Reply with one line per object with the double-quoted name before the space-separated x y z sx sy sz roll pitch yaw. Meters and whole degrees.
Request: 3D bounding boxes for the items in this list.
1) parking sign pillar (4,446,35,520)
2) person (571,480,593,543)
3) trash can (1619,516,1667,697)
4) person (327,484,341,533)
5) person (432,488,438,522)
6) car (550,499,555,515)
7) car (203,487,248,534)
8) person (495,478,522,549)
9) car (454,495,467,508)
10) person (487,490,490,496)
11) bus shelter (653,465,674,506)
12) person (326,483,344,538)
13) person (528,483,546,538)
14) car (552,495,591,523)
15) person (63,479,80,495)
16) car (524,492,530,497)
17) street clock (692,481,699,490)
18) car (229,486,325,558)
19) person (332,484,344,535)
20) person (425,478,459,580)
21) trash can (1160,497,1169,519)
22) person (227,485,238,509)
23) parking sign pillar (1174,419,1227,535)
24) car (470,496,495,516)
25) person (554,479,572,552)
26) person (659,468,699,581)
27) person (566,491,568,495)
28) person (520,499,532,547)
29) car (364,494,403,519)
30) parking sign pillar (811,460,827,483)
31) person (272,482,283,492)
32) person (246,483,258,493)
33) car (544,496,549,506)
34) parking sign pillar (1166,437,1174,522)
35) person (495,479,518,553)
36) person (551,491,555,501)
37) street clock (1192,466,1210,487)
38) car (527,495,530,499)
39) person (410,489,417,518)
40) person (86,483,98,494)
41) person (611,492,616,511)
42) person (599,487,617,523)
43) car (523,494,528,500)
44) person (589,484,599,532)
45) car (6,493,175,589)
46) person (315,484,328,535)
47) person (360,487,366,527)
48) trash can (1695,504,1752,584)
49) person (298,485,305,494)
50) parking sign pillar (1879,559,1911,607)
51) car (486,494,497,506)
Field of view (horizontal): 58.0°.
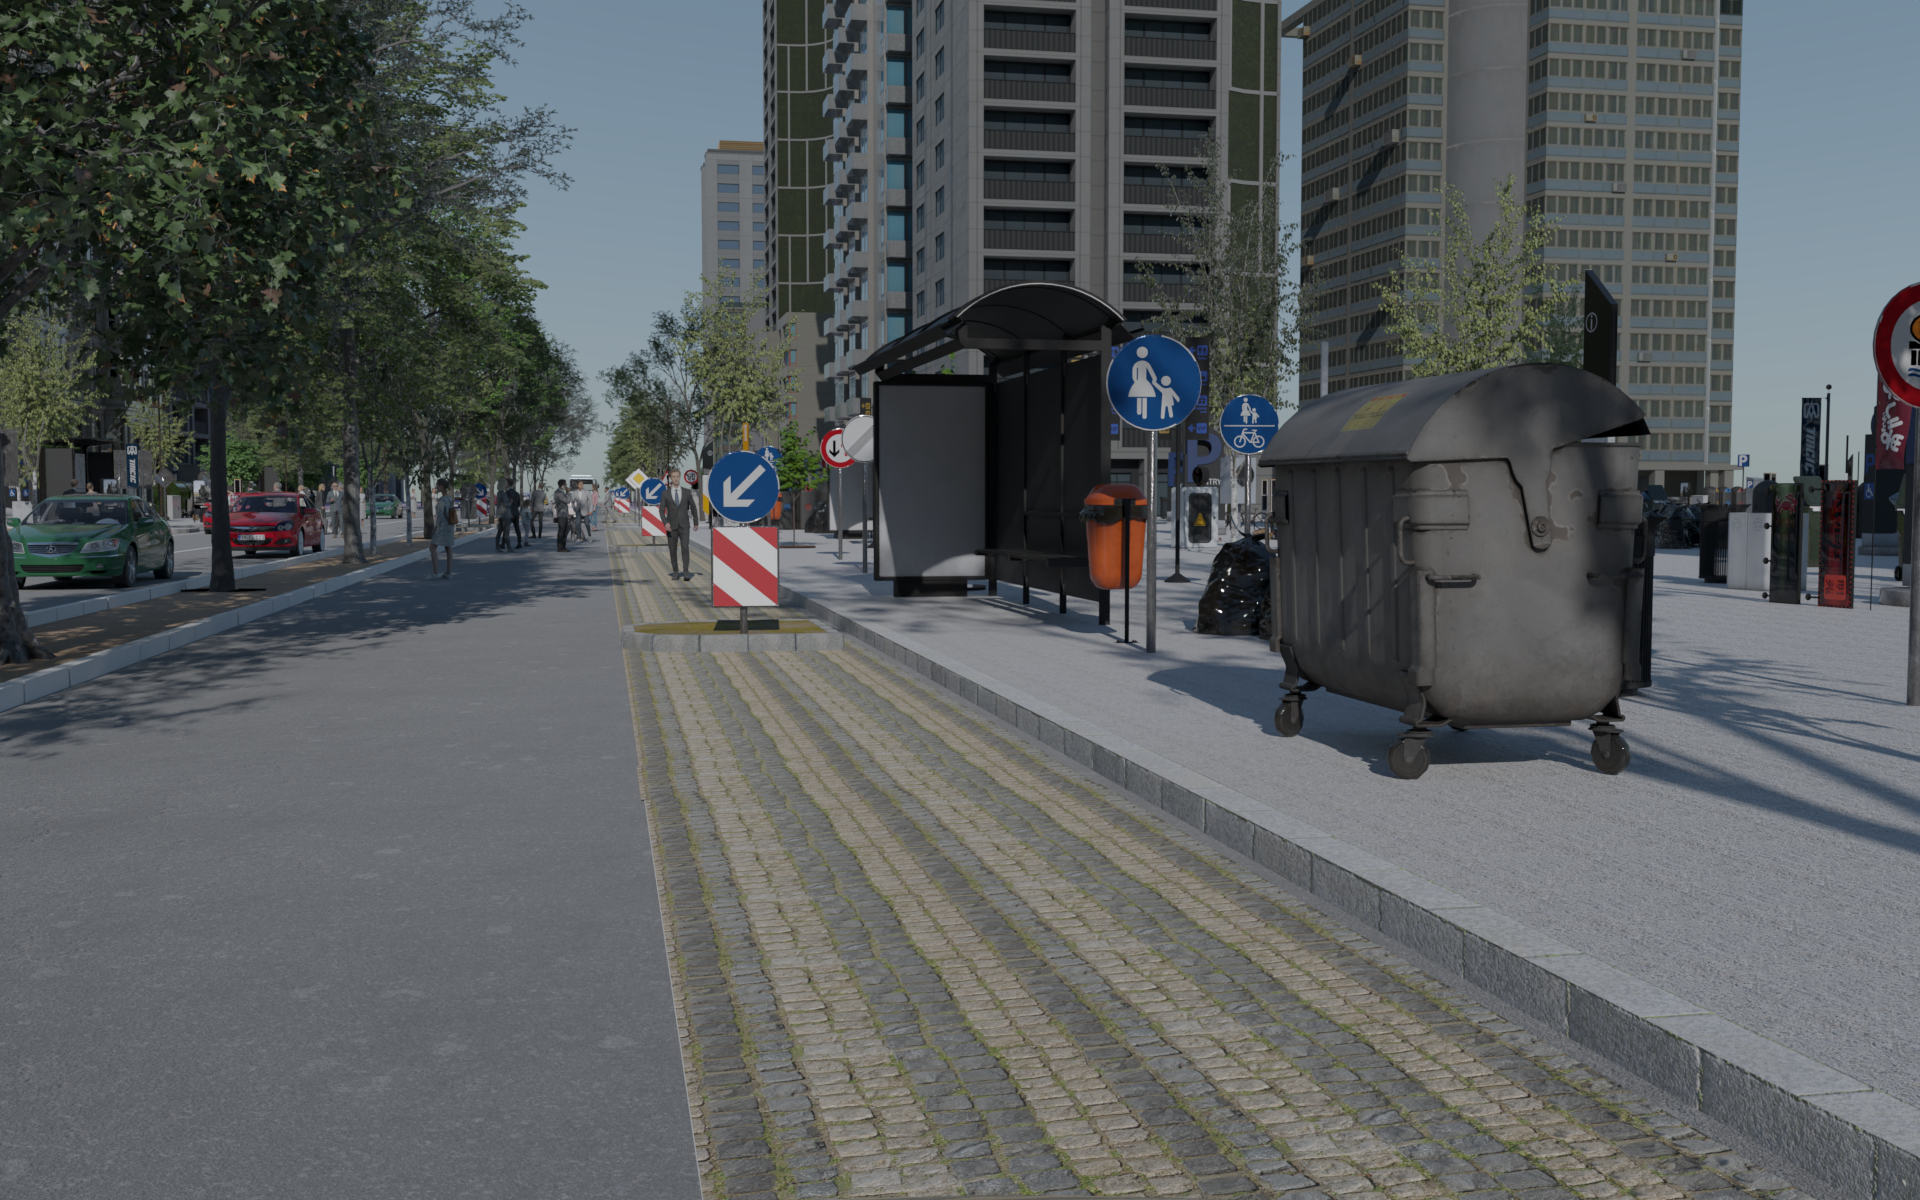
"parking sign pillar" -50.609 -6.421 93.461 1.447 3.967 1.447 -1 4 -14
"person" -11.045 -2.589 50.677 0.661 1.843 0.795 0 4 5
"trash can" 4.128 0.032 11.127 0.748 1.137 0.748 0 3 0
"person" -23.138 -3.403 64.313 0.728 1.800 0.709 0 4 -7
"person" -26.914 -4.873 88.740 0.524 1.755 0.480 2 4 34
"car" -26.992 -6.494 118.537 2.083 1.381 4.827 -1 4 -12
"car" -26.302 -3.307 63.102 2.155 1.783 4.494 -1 4 -12
"person" -11.805 -2.267 45.346 0.755 1.850 0.659 2 4 24
"car" -44.306 -8.545 152.288 1.945 1.354 3.894 -1 4 -12
"person" -39.734 -8.425 146.648 0.661 1.777 0.834 -3 5 -44
"bus shelter" -24.282 -9.197 141.652 1.731 3.624 6.357 -1 4 -12
"person" -20.364 -2.931 56.600 0.661 1.801 0.590 -2 4 -24
"person" -13.661 -2.891 55.944 0.592 1.802 0.473 -2 4 -25
"car" -19.509 -4.578 87.208 2.083 1.381 4.827 -1 4 -11
"person" -24.994 -2.480 48.828 0.659 1.850 0.755 1 4 17
"car" -70.462 -16.669 282.127 1.945 1.707 3.694 -1 4 -13
"street clock" -13.921 -5.301 91.242 0.471 2.002 0.358 2 4 25
"car" -15.935 -1.898 40.076 2.155 1.783 4.494 -1 4 -11
"person" -21.609 -3.153 60.448 0.834 1.777 0.661 3 5 44
"person" -8.706 -1.205 29.203 0.522 1.701 0.512 0 4 4
"trash can" 10.556 -4.706 88.592 0.748 1.137 0.748 0 3 0
"person" -24.371 -2.982 58.090 0.563 1.720 0.643 2 4 35
"parking sign pillar" 7.659 -4.030 54.362 1.447 3.967 1.447 0 4 -4
"car" -31.289 -6.143 113.010 1.945 1.354 3.894 -1 4 -12
"person" -9.802 -2.087 42.805 0.473 1.802 0.592 0 4 -4
"person" -4.608 -1.232 28.420 0.659 1.850 0.755 -1 4 -11
"person" -33.265 -8.466 146.935 0.388 1.821 0.555 -1 4 -23
"person" -11.822 -2.111 47.287 0.425 1.301 0.394 2 4 26
"car" -33.522 -5.432 100.607 2.131 1.459 4.920 -1 4 -11
"parking sign pillar" -9.112 -7.678 114.004 1.447 3.967 1.447 -1 4 -10
"person" -20.070 -2.565 50.840 0.834 1.777 0.661 2 4 32
"person" -30.560 -4.094 74.793 0.474 1.900 0.648 3 5 40
"car" -52.729 -12.704 217.929 2.015 1.641 3.980 -1 4 -10
"parking sign pillar" 10.338 -5.647 80.804 1.447 3.967 1.447 3 4 37
"person" -11.158 -2.069 42.509 0.526 1.800 0.537 -1 4 -22
"person" -49.767 -12.491 212.708 1.348 1.826 0.705 -3 4 -36
"street clock" 6.300 -2.495 45.358 0.358 2.002 0.471 -2 4 -28
"car" -50.766 -11.920 206.889 2.014 1.417 4.499 -1 4 -12
"person" -32.800 -5.811 104.082 0.524 1.755 0.480 2 4 33
"person" -26.896 -2.745 53.722 0.374 1.781 0.599 3 4 36
"person" -28.797 -8.147 143.513 0.589 1.601 0.330 0 4 -7
"person" -17.193 -4.642 84.678 0.850 1.792 0.678 0 3 0
"car" -67.972 -15.709 269.209 2.083 1.381 4.827 -1 4 -12
"person" -14.030 -3.534 66.296 0.388 1.821 0.555 -3 5 -40
"car" -13.920 -0.977 27.767 2.131 1.459 4.920 -1 4 -14
"person" -22.748 -3.230 61.529 0.699 1.804 1.509 -1 4 -10
"person" -25.982 -4.040 75.119 0.480 1.755 0.524 -3 5 -43
"trash can" 11.002 -0.816 24.995 0.748 1.137 0.748 0 3 0
"person" -27.564 -3.909 72.635 0.641 1.798 0.478 -2 4 -32
"parking sign pillar" 11.387 -1.916 19.803 1.447 3.967 1.447 0 4 0
"car" -56.507 -12.182 208.214 2.155 1.783 4.494 -1 4 -11
